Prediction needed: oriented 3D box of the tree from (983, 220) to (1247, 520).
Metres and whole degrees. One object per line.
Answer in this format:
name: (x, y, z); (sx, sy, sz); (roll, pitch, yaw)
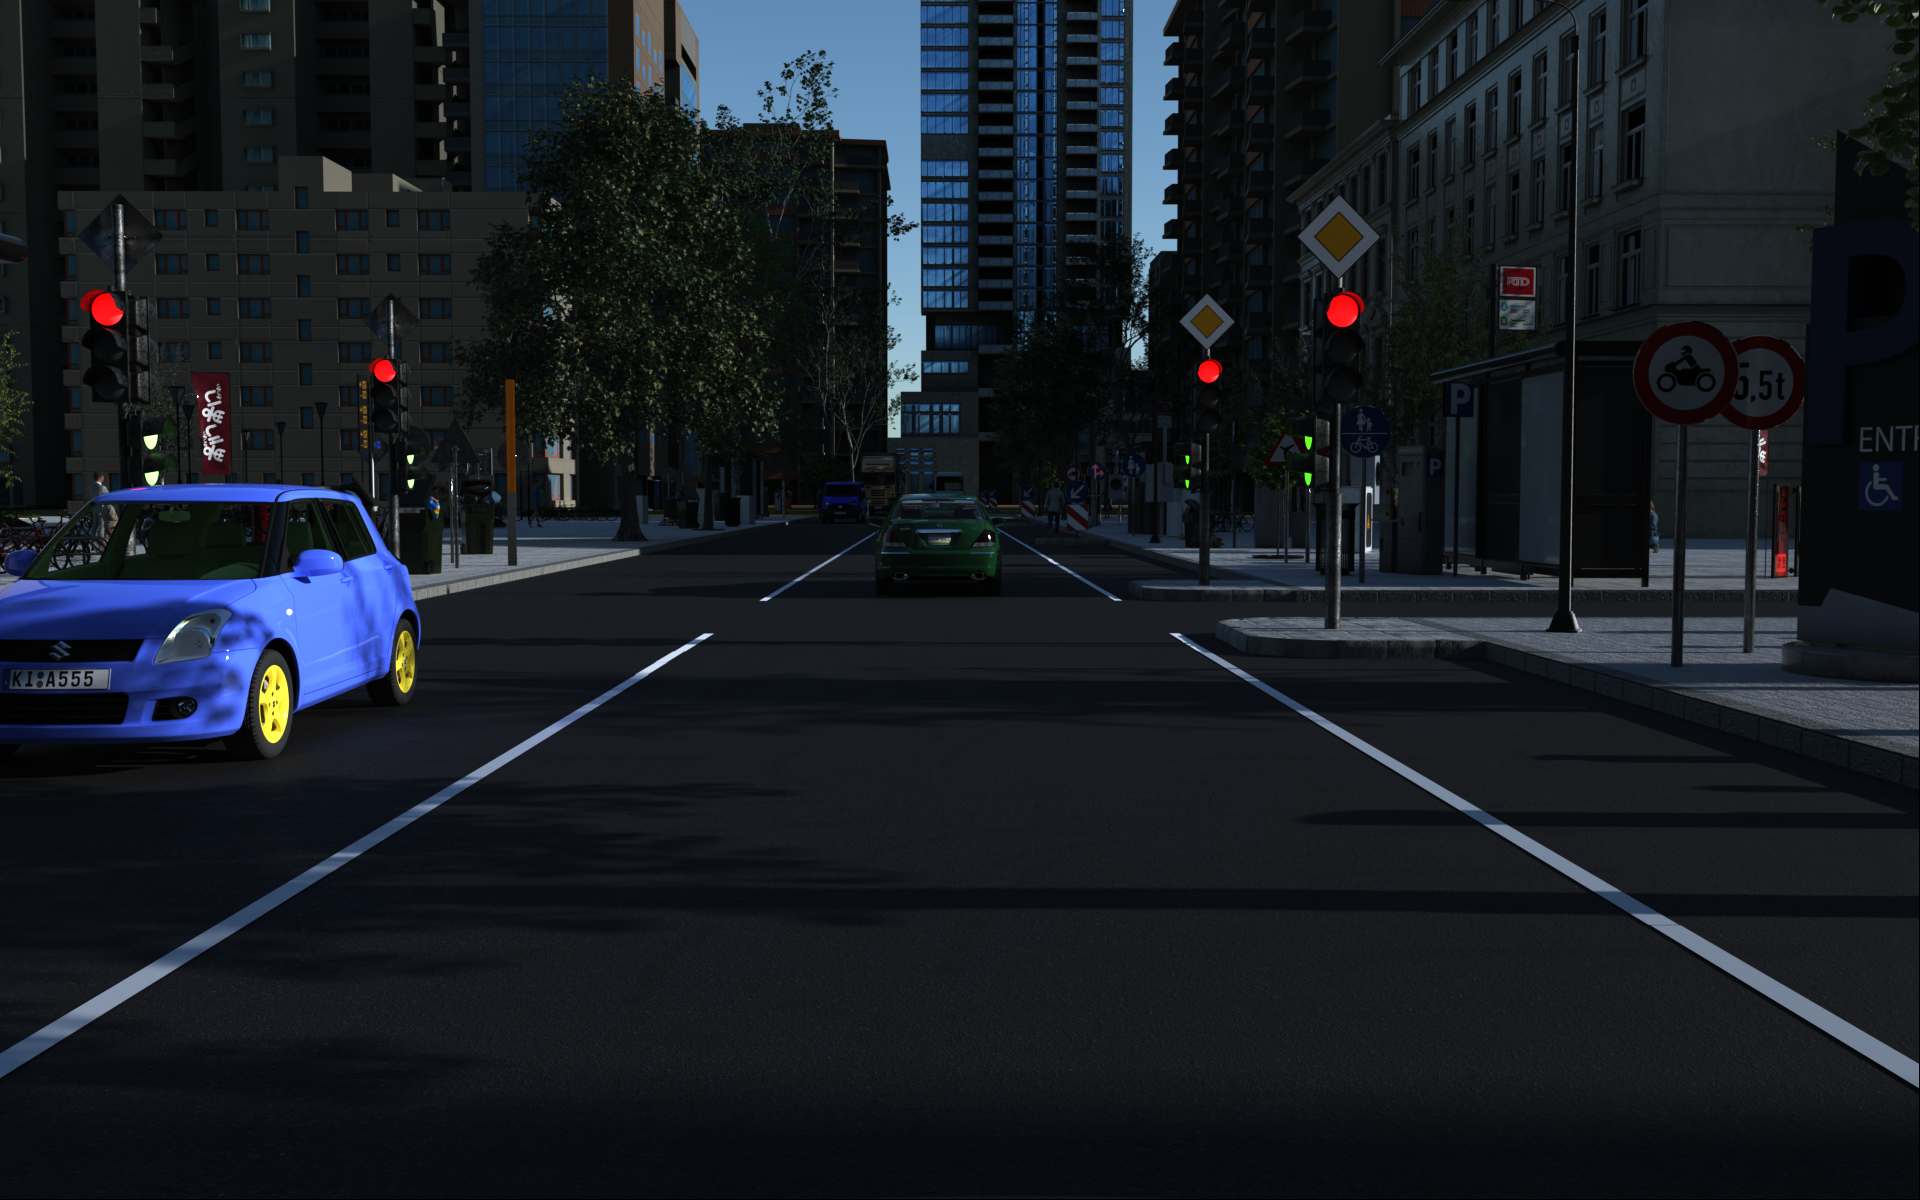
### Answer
tree: (5.813, -7.600, 58.674); (8.767, 10.594, 7.601); (-2, 4, -23)

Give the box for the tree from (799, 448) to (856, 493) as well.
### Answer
tree: (-9.978, -8.560, 123.662); (4.285, 4.588, 4.351); (0, 3, 0)

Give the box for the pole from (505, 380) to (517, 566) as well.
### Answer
pole: (-8.029, -2.272, 30.985); (0.158, 3.312, 0.155); (0, 3, 0)

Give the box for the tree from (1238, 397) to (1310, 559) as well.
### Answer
tree: (6.295, -2.452, 34.684); (1.663, 3.219, 1.824); (0, 3, 0)

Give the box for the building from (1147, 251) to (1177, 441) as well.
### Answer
building: (29.826, -26.446, 204.088); (14.107, 30.474, 14.160); (0, 4, -1)

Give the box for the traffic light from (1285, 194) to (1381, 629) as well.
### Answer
traffic light: (3.531, -1.680, 16.397); (0.839, 4.253, 0.868); (0, 4, -1)

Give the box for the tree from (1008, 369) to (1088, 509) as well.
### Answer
tree: (5.349, -8.844, 94.968); (4.360, 8.622, 3.978); (0, 3, 0)

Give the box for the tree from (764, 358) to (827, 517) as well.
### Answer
tree: (-9.456, -8.840, 94.899); (4.360, 8.622, 3.978); (0, 3, 0)

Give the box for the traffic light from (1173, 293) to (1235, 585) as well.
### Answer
traffic light: (3.436, -2.169, 24.381); (0.839, 4.253, 0.868); (0, 4, -1)

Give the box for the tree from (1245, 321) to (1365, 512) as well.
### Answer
tree: (14.844, -7.487, 72.781); (4.360, 8.622, 3.978); (0, 3, 0)

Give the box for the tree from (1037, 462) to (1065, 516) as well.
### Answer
tree: (5.412, -6.633, 103.054); (1.663, 3.219, 1.824); (0, 3, 0)

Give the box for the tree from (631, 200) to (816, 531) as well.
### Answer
tree: (-8.737, -8.265, 60.887); (9.928, 11.665, 9.643); (0, 3, 0)

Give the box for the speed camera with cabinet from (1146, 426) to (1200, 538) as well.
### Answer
speed camera with cabinet: (6.295, -3.474, 51.138); (0.660, 3.252, 2.038); (3, 5, 42)

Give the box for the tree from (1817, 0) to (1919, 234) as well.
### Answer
tree: (6.035, -5.324, 5.174); (7.486, 12.596, 7.792); (0, 3, 0)

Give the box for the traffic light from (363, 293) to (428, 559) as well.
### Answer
traffic light: (-7.925, -2.160, 24.230); (0.839, 4.253, 0.868); (0, 4, -1)

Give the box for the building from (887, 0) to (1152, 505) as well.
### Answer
building: (7.046, -54.662, 206.390); (31.000, 86.520, 22.319); (0, 4, -1)

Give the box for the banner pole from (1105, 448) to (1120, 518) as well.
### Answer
banner pole: (8.352, -6.396, 94.586); (0.863, 3.779, 0.401); (1, 4, 9)

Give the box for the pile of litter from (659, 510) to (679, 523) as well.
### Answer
pile of litter: (-12.506, -3.831, 76.597); (1.719, 0.858, 1.176); (3, 4, 36)

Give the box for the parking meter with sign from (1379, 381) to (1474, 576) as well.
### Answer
parking meter with sign: (7.372, -1.920, 27.649); (0.543, 3.016, 1.738); (-2, 4, -25)

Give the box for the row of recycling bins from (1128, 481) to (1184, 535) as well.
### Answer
row of recycling bins: (6.247, -2.960, 55.515); (1.069, 1.692, 3.534); (-1, 4, -14)

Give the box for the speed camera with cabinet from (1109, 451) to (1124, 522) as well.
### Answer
speed camera with cabinet: (6.481, -5.202, 79.386); (2.038, 3.252, 0.660); (1, 4, 10)

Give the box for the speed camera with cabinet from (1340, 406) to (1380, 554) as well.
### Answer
speed camera with cabinet: (8.836, -2.683, 38.203); (0.660, 3.252, 2.038); (1, 4, 22)

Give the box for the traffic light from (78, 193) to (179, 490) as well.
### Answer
traffic light: (-7.829, -1.671, 16.245); (0.839, 4.253, 0.868); (0, 4, -1)

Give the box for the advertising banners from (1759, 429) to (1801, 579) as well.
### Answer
advertising banners: (12.556, -1.849, 26.416); (2.074, 3.025, 0.090); (-3, 5, -40)

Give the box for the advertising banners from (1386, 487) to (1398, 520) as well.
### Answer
advertising banners: (9.106, -2.288, 33.593); (2.074, 3.025, 0.090); (-2, 4, -27)

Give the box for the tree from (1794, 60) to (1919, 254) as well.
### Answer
tree: (16.756, -4.861, 29.847); (4.737, 8.622, 4.395); (0, 3, 0)

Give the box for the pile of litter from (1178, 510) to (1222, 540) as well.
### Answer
pile of litter: (6.710, -2.115, 48.543); (1.176, 0.858, 1.719); (0, 4, -2)

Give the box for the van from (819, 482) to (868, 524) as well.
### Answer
van: (-5.709, -4.967, 85.598); (2.240, 2.365, 5.245); (0, 4, 1)

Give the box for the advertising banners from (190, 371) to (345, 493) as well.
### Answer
advertising banners: (-10.060, -1.778, 25.254); (2.074, 3.025, 0.090); (-2, 4, -30)

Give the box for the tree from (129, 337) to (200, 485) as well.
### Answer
tree: (-37.670, -8.046, 81.921); (4.360, 8.622, 3.978); (0, 3, 0)

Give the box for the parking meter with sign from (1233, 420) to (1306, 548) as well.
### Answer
parking meter with sign: (7.338, -2.735, 40.982); (1.738, 3.016, 0.543); (0, 4, 4)

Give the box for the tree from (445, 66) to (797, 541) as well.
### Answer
tree: (-9.141, -7.947, 46.934); (9.611, 12.733, 9.660); (0, 3, 0)

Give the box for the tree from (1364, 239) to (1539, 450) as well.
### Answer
tree: (14.524, -6.133, 50.630); (4.360, 8.622, 3.978); (0, 3, 0)

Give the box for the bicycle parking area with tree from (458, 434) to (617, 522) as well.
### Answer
bicycle parking area with tree: (-20.755, -5.883, 83.194); (9.016, 4.147, 8.231); (0, 4, -5)

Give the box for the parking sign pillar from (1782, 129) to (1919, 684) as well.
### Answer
parking sign pillar: (6.684, -1.457, 12.286); (1.447, 3.967, 1.447); (-2, 4, -25)

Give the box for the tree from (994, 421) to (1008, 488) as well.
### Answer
tree: (4.998, -10.991, 130.064); (4.360, 8.622, 3.978); (0, 3, 0)

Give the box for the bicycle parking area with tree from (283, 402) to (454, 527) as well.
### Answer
bicycle parking area with tree: (-22.423, -4.143, 54.747); (8.231, 4.147, 9.016); (2, 4, 33)

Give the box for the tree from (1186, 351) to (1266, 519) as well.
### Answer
tree: (13.935, -8.485, 89.084); (4.737, 8.622, 4.395); (0, 3, 0)

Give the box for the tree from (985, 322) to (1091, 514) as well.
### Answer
tree: (5.111, -11.913, 112.896); (7.486, 12.596, 7.792); (0, 3, 0)

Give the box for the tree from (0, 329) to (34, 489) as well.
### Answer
tree: (-41.082, -7.498, 72.953); (4.737, 8.622, 4.395); (0, 3, 0)

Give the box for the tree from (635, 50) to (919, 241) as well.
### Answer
tree: (-8.312, -13.295, 73.264); (12.611, 20.169, 13.585); (0, 3, 0)

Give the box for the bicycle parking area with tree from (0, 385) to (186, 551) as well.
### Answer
bicycle parking area with tree: (-23.159, -3.557, 45.164); (8.231, 4.147, 9.016); (0, 4, -8)

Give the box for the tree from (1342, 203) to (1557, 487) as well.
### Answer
tree: (12.540, -5.724, 43.958); (4.737, 8.622, 4.395); (0, 3, 0)
